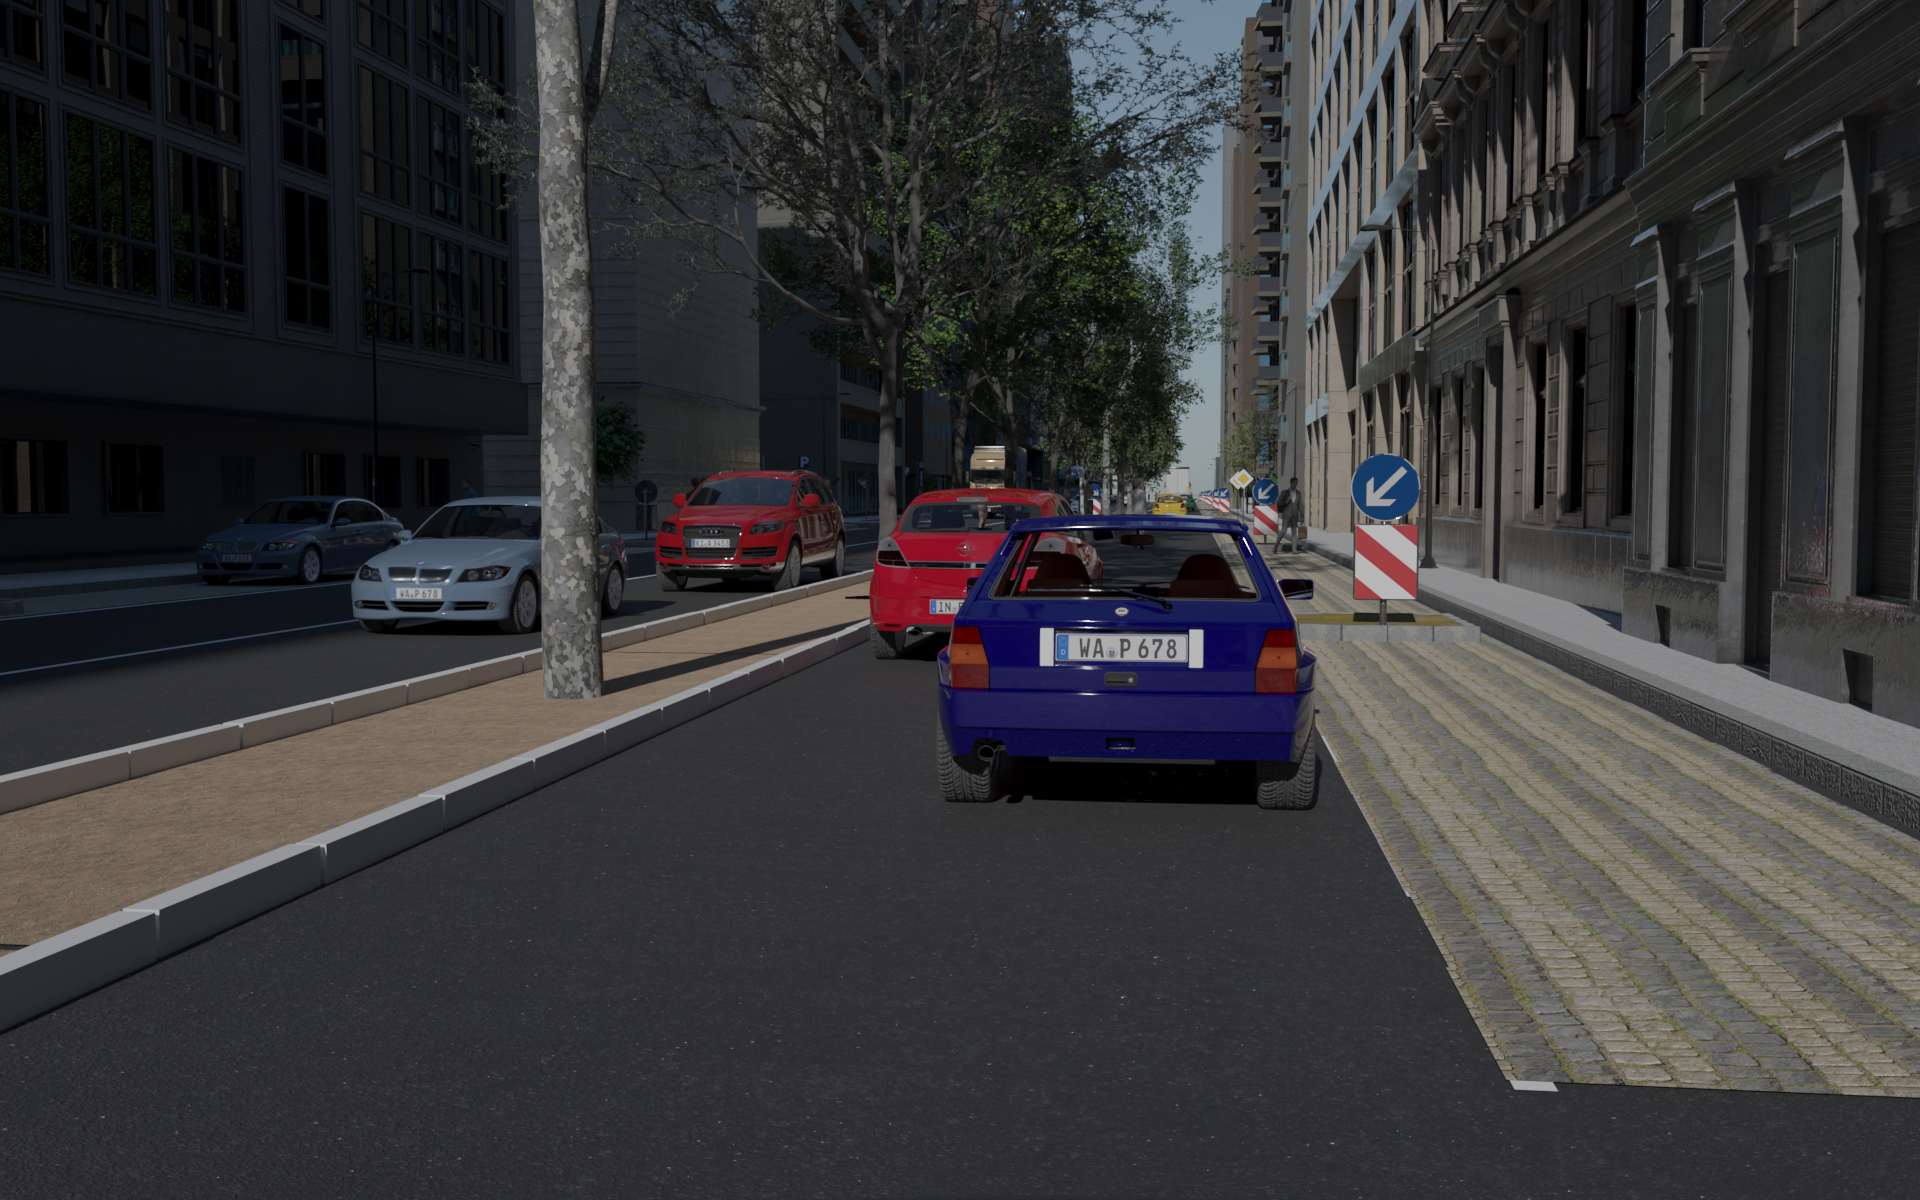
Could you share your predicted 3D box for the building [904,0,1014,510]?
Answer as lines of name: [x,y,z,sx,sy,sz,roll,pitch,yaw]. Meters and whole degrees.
building: [-3.033,-30.360,146.494,14.600,45.320,14.200,0,4,8]

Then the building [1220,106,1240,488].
building: [50.126,-44.028,261.850,21.231,58.520,28.212,0,4,8]

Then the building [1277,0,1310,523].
building: [26.768,-28.232,85.288,21.600,48.544,21.300,0,4,8]

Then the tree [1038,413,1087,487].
tree: [13.375,-19.002,228.815,7.486,12.596,7.792,0,3,0]

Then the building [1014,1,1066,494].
building: [5.098,-57.442,251.854,22.319,86.520,31.000,0,4,8]

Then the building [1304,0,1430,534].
building: [20.965,-15.016,50.024,19.350,26.468,34.151,0,4,8]

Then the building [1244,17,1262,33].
building: [33.023,-31.202,160.263,14.600,45.320,14.200,0,4,8]

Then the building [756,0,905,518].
building: [-15.405,-29.036,98.441,21.300,48.544,21.600,0,4,8]

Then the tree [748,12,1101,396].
tree: [-0.174,-5.890,33.169,8.767,10.594,7.601,0,4,8]

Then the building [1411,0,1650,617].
building: [12.574,-9.776,24.460,10.561,19.102,19.286,0,4,8]

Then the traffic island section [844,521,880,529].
traffic island section: [-4.307,-3.490,79.335,2.009,0.180,2.903,0,4,8]

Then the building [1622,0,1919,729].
building: [9.571,-9.587,5.894,9.793,20.994,18.267,0,4,8]

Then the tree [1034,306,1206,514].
tree: [9.239,-11.003,99.358,9.611,12.733,9.660,0,3,0]

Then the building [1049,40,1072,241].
building: [9.550,-51.388,278.441,20.563,71.187,20.611,0,4,8]

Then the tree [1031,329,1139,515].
tree: [4.707,-6.952,66.480,4.360,8.622,3.978,0,3,0]

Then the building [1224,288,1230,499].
building: [43.987,-28.756,241.869,14.160,30.474,14.107,0,4,8]

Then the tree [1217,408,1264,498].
tree: [23.873,-11.964,145.979,4.737,8.622,4.395,0,3,0]

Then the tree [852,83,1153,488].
tree: [1.161,-6.977,42.284,9.928,11.665,9.643,0,3,0]

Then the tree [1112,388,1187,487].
tree: [15.595,-13.975,149.068,7.486,12.596,7.792,0,3,0]

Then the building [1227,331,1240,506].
building: [44.519,-21.449,195.731,27.650,21.520,28.899,0,4,8]

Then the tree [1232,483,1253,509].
tree: [25.150,-9.750,154.009,1.663,3.219,1.824,0,3,0]

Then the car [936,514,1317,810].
car: [0.938,0.202,9.284,1.945,1.354,3.894,0,4,8]

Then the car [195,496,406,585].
car: [-10.819,-1.024,28.741,2.014,1.417,4.499,0,4,8]

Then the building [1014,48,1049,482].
building: [-3.518,-38.000,210.533,28.713,52.752,27.495,0,4,8]

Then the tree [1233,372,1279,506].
tree: [18.417,-9.486,105.461,4.360,8.622,3.978,0,3,0]

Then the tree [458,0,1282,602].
tree: [-0.979,-6.751,23.212,12.009,13.543,11.850,0,3,0]

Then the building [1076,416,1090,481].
building: [15.098,-39.517,296.220,14.600,45.320,14.200,0,4,8]

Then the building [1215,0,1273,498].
building: [54.687,-59.829,290.880,22.319,86.520,31.000,0,4,8]

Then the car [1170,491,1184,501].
car: [15.841,-7.337,130.183,2.015,1.641,3.980,0,4,8]

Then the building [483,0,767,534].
building: [-30.505,-17.674,65.377,44.131,29.872,17.030,0,4,8]

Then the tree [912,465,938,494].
tree: [-2.192,-7.393,115.480,1.663,3.219,1.824,0,3,0]

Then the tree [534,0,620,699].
tree: [-1.635,-9.312,10.600,12.611,20.169,13.585,0,3,0]

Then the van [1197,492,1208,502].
van: [40.942,-17.434,292.048,2.013,2.044,4.112,0,4,7]

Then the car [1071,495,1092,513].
car: [9.506,-7.386,132.766,2.014,1.417,4.499,1,4,8]

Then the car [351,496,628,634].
car: [-5.088,-0.447,19.316,2.014,1.417,4.499,0,4,7]

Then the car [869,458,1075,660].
car: [0.353,-0.447,16.346,2.155,1.783,4.494,1,4,8]

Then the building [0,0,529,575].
building: [-19.561,-14.702,33.889,14.314,27.812,24.014,0,4,8]

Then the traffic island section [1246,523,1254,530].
traffic island section: [12.386,-3.354,77.113,2.009,0.180,2.903,0,4,8]

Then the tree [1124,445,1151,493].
tree: [14.877,-11.621,142.815,4.737,8.622,4.395,0,3,0]

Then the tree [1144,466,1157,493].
tree: [9.890,-9.401,106.531,4.360,8.622,3.978,0,3,0]

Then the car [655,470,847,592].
car: [-3.150,-1.118,26.954,2.281,1.827,5.304,0,4,8]

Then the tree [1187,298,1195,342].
tree: [2.632,-6.983,51.047,8.767,10.594,7.601,0,4,8]

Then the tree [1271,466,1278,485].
tree: [19.097,-6.548,101.669,1.663,3.219,1.824,0,3,0]

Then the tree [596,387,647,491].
tree: [-11.094,-4.207,52.497,4.285,4.588,4.351,0,3,0]

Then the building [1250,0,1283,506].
building: [32.140,-28.638,122.852,22.147,44.769,28.867,0,4,8]

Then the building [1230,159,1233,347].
building: [41.017,-34.703,217.497,14.600,45.320,14.200,0,4,8]
